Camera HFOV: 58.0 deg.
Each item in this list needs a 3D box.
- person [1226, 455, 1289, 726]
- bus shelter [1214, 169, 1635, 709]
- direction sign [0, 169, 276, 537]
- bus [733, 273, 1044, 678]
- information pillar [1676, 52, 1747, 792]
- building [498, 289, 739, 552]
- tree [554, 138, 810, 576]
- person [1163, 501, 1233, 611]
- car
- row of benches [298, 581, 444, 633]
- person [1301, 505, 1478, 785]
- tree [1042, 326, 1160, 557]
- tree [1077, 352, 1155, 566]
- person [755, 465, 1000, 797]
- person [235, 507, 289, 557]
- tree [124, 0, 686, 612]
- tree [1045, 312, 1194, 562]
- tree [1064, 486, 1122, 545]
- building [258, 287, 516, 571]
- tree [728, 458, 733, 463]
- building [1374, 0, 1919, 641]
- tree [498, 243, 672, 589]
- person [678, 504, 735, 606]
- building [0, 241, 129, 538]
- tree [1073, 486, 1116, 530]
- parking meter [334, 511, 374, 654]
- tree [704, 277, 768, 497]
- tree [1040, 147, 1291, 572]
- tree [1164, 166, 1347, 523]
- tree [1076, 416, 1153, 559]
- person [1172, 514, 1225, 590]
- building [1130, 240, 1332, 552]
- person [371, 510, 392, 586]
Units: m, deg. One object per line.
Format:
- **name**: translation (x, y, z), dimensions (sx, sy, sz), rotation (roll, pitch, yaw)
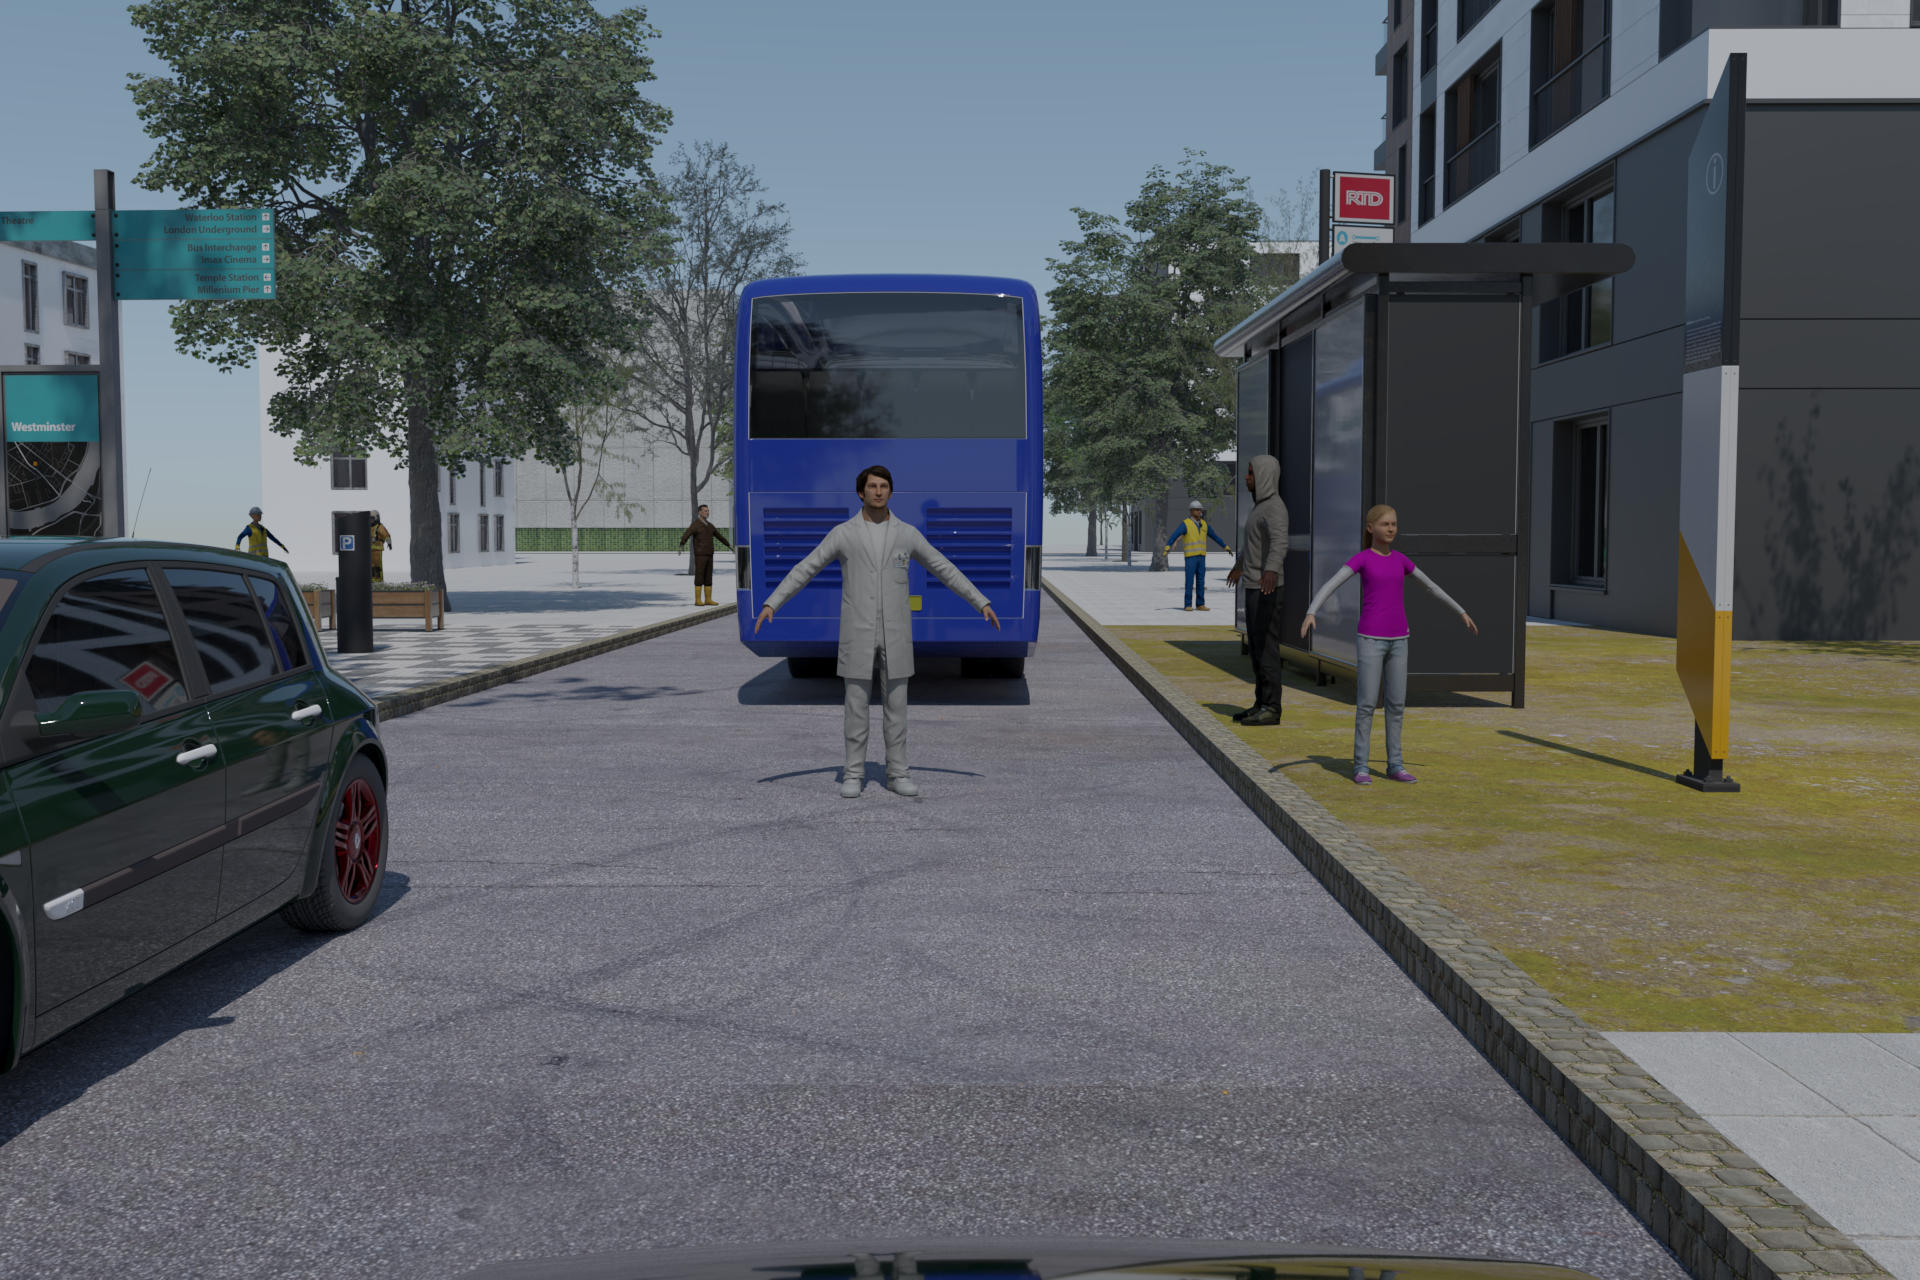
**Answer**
- **person**: translation (2.026, -0.342, 11.718), dimensions (0.705, 1.813, 1.348), rotation (0, 4, -1)
- **bus shelter**: translation (3.789, -2.397, 16.816), dimensions (2.179, 5.291, 8.768), rotation (0, 4, 0)
- **direction sign**: translation (-6.248, -1.505, 13.377), dimensions (2.525, 3.948, 1.411), rotation (0, 4, 3)
- **bus**: translation (-0.481, -1.745, 20.075), dimensions (2.896, 3.916, 12.251), rotation (0, 4, 1)
- **information pillar**: translation (3.784, -1.063, 8.736), dimensions (0.183, 3.616, 0.504), rotation (0, 4, 1)
- **building**: translation (-24.652, -16.805, 141.220), dimensions (16.747, 18.905, 31.486), rotation (0, 4, 2)
- **tree**: translation (-8.081, -8.734, 53.173), dimensions (12.009, 13.543, 11.850), rotation (0, 3, 0)
- **person**: translation (3.933, -1.399, 28.849), dimensions (1.349, 1.833, 0.705), rotation (-2, 4, -25)
- **car**: translation (-3.050, 0.298, 4.920), dimensions (2.009, 1.686, 4.222), rotation (0, 4, 1)
- **row of benches**: translation (-8.773, -0.449, 22.811), dimensions (4.104, 0.672, 1.422), rotation (0, 4, -1)
- **person**: translation (2.192, 0.023, 8.883), dimensions (0.991, 1.433, 0.599), rotation (-1, 4, -15)
- **tree**: translation (7.474, -11.730, 98.433), dimensions (9.857, 13.997, 8.962), rotation (0, 3, 0)
- **tree**: translation (6.906, -7.304, 69.781), dimensions (4.360, 8.622, 3.978), rotation (0, 3, 0)
- **person**: translation (-0.457, -0.053, 9.516), dimensions (1.347, 1.806, 0.705), rotation (-1, 4, -11)
- **person**: translation (-12.590, -1.513, 31.196), dimensions (0.721, 1.772, 1.216), rotation (2, 4, 25)
- **tree**: translation (-8.719, -7.429, 28.118), dimensions (9.857, 13.997, 8.962), rotation (0, 3, 0)
- **tree**: translation (7.472, -9.403, 79.488), dimensions (9.928, 11.665, 9.643), rotation (0, 3, 0)
- **tree**: translation (15.898, -17.468, 195.972), dimensions (12.009, 13.543, 11.850), rotation (0, 3, 0)
- **building**: translation (-23.205, -8.006, 73.043), dimensions (9.099, 9.664, 28.070), rotation (0, 4, 0)
- **tree**: translation (-7.861, -9.271, 85.995), dimensions (8.767, 10.594, 7.601), rotation (1, 4, 16)
- **building**: translation (22.886, -11.760, 36.254), dimensions (27.936, 21.610, 32.646), rotation (0, 4, 1)
- **tree**: translation (-9.120, -5.525, 40.699), dimensions (4.360, 8.622, 3.978), rotation (0, 3, 0)
- **person**: translation (-4.546, -1.513, 30.875), dimensions (0.704, 1.812, 1.346), rotation (3, 5, 40)
- **building**: translation (-26.571, -5.920, 38.943), dimensions (9.099, 9.664, 28.070), rotation (0, 4, 2)
- **tree**: translation (8.144, -9.575, 106.919), dimensions (4.737, 8.622, 4.395), rotation (0, 3, 0)
- **parking meter**: translation (-6.549, -0.630, 18.716), dimensions (0.372, 1.533, 0.369), rotation (0, 3, 0)
- **tree**: translation (-7.818, -9.668, 76.191), dimensions (7.486, 12.596, 7.792), rotation (0, 3, 0)
- **tree**: translation (6.844, -9.319, 59.025), dimensions (9.857, 13.997, 8.962), rotation (0, 3, 0)
- **tree**: translation (6.386, -5.171, 34.906), dimensions (4.360, 8.622, 3.978), rotation (0, 3, 0)
- **tree**: translation (7.218, -8.401, 87.715), dimensions (4.360, 8.622, 3.978), rotation (0, 3, 0)
- **person**: translation (5.488, -2.092, 40.068), dimensions (1.347, 1.847, 0.705), rotation (-1, 4, -20)
- **building**: translation (27.311, -17.921, 136.983), dimensions (27.936, 21.610, 32.646), rotation (0, 4, 1)
- **person**: translation (-13.875, -2.157, 41.036), dimensions (1.354, 1.858, 0.705), rotation (2, 4, 32)
